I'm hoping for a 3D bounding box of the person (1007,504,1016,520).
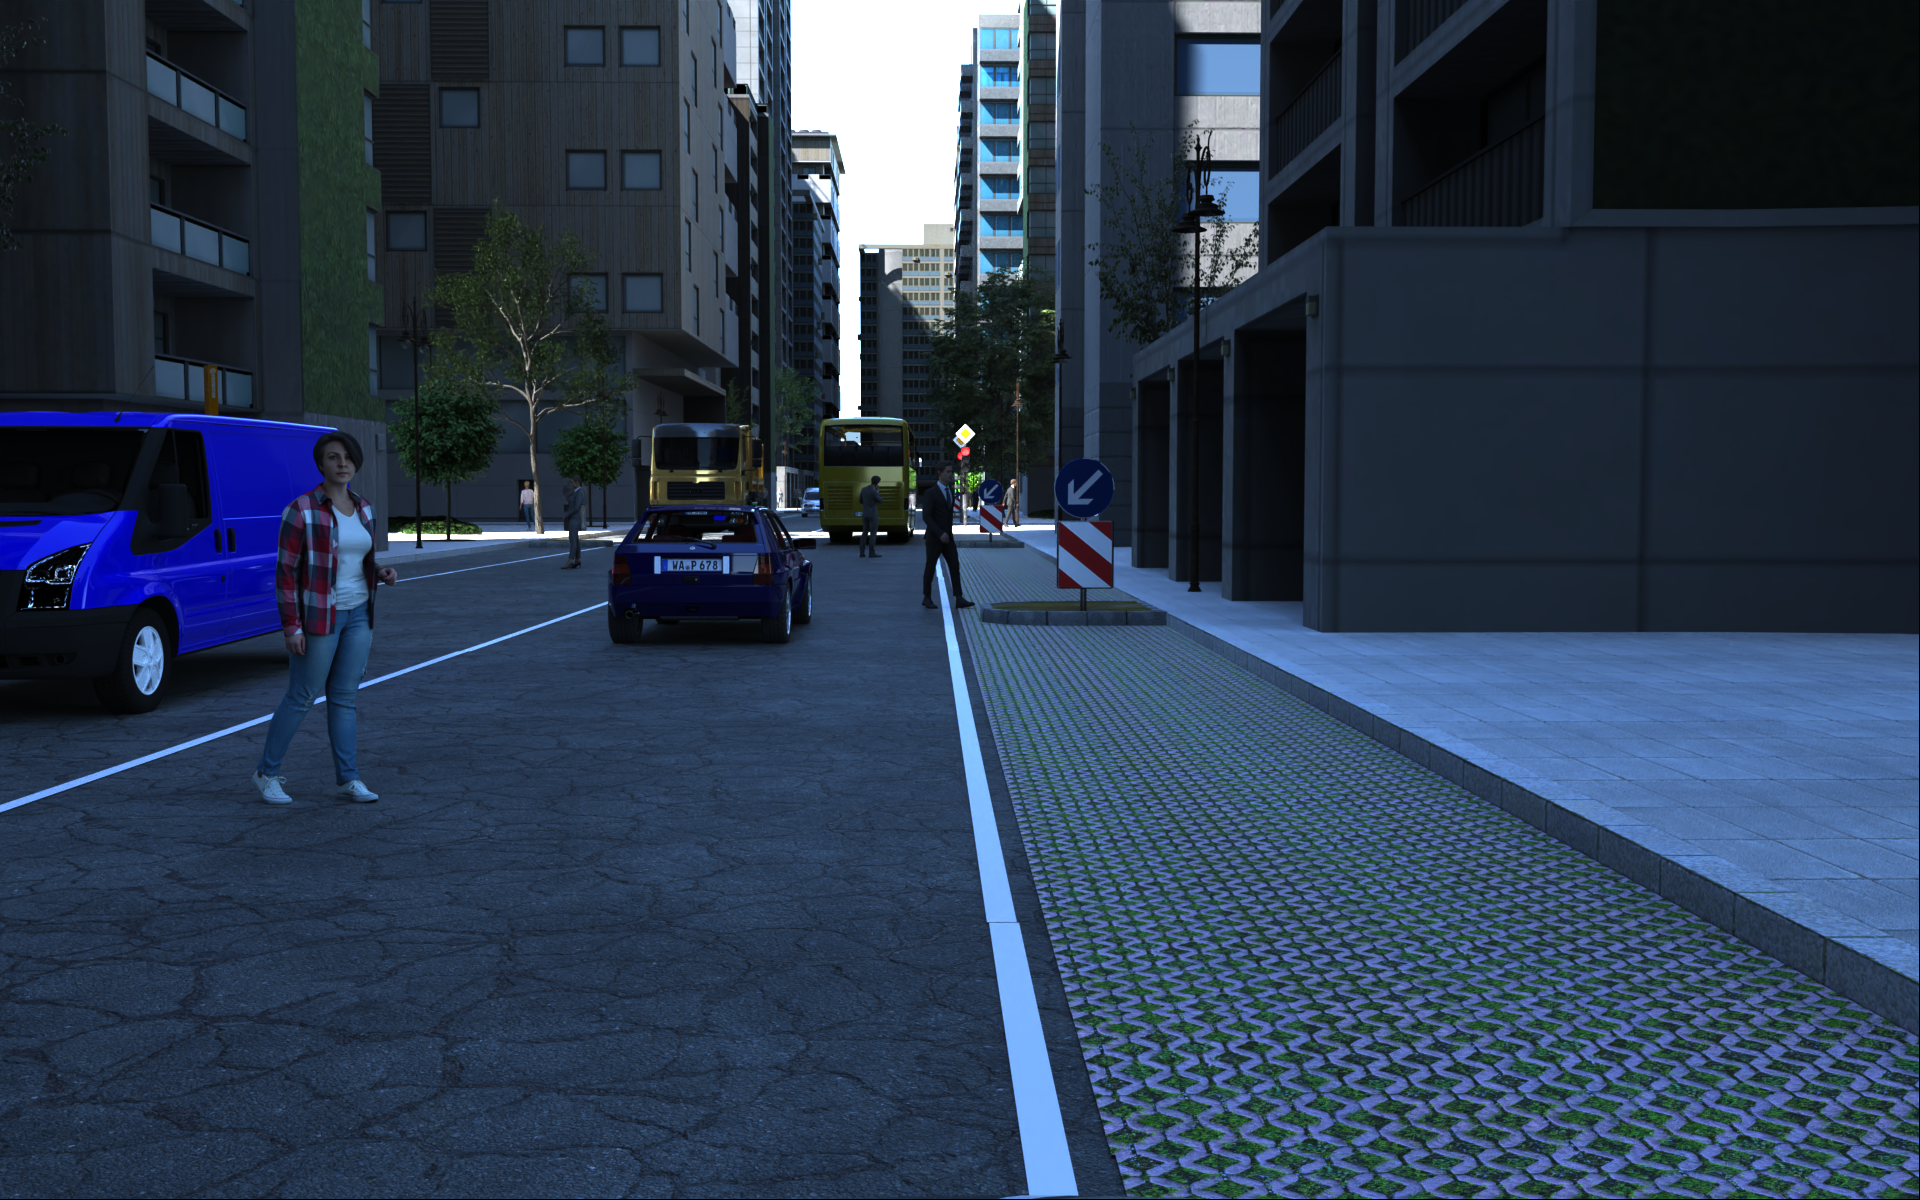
[{"bbox_3d":[2.654,-4.653,87.132,0.505,1.210,0.382,-2,4,-31],"label":"person"}]

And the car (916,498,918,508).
[{"bbox_3d":[-5.333,-10.267,179.863,2.014,1.417,4.499,0,4,-3],"label":"car"}]

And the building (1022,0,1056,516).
[{"bbox_3d":[10.800,-25.863,106.461,14.154,41.232,14.086,0,4,-1],"label":"building"}]

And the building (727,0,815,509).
[{"bbox_3d":[-26.032,-45.498,182.149,20.563,71.187,20.611,0,4,-1],"label":"building"}]

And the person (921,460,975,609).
[{"bbox_3d":[-0.170,-0.815,21.597,0.755,1.850,0.659,3,5,42],"label":"person"}]

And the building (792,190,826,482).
[{"bbox_3d":[-28.812,-31.830,212.304,23.993,40.220,32.217,0,4,-1],"label":"building"}]

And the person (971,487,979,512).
[{"bbox_3d":[1.098,-7.188,123.988,0.576,1.772,0.534,-2,4,-34],"label":"person"}]

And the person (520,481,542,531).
[{"bbox_3d":[-14.943,-3.291,60.516,0.598,1.740,0.731,3,5,43],"label":"person"}]

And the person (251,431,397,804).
[{"bbox_3d":[-2.950,0.078,8.057,0.643,1.720,0.563,2,4,29],"label":"person"}]

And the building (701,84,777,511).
[{"bbox_3d":[-20.663,-21.448,122.377,14.160,30.474,14.107,0,4,-1],"label":"building"}]

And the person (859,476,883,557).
[{"bbox_3d":[-2.011,-1.895,39.296,0.655,1.846,0.447,3,5,41],"label":"person"}]

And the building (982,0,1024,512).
[{"bbox_3d":[13.403,-50.333,135.622,22.319,86.520,31.000,0,4,-1],"label":"building"}]

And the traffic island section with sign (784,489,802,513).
[{"bbox_3d":[-12.181,-7.441,130.291,1.989,1.847,2.006,0,4,-1],"label":"traffic island section with sign"}]

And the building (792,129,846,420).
[{"bbox_3d":[-28.576,-40.384,249.521,27.495,52.752,28.713,0,4,-1],"label":"building"}]

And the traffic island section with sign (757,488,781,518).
[{"bbox_3d":[-11.623,-5.732,102.344,1.989,1.847,2.006,0,4,-1],"label":"traffic island section with sign"}]

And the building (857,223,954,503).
[{"bbox_3d":[-2.704,-34.233,251.591,23.993,40.220,32.217,0,4,-1],"label":"building"}]

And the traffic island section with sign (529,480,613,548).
[{"bbox_3d":[-10.537,-2.359,47.191,1.989,1.847,2.006,0,4,-1],"label":"traffic island section with sign"}]

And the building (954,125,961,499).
[{"bbox_3d":[10.044,-36.323,217.579,21.300,48.544,21.600,0,4,-1],"label":"building"}]

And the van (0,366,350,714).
[{"bbox_3d":[-6.273,-0.530,13.048,2.240,2.365,5.245,0,4,-1],"label":"van"}]

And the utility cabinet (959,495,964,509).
[{"bbox_3d":[0.119,-8.456,149.418,0.306,1.237,1.020,0,4,-5],"label":"utility cabinet"}]

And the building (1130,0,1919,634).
[{"bbox_3d":[13.457,-35.494,18.587,20.563,71.187,20.611,0,4,-1],"label":"building"}]

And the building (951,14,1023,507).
[{"bbox_3d":[11.022,-34.123,177.515,23.786,49.044,30.456,0,4,-1],"label":"building"}]

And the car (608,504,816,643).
[{"bbox_3d":[-2.503,-0.330,17.978,1.945,1.354,3.894,0,4,0],"label":"car"}]

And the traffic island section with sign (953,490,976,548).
[{"bbox_3d":[0.697,-2.323,46.615,1.989,1.847,2.006,0,4,-1],"label":"traffic island section with sign"}]

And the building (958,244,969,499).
[{"bbox_3d":[6.762,-26.210,200.242,14.160,30.474,14.107,0,4,-1],"label":"building"}]

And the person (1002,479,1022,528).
[{"bbox_3d":[2.026,-3.701,66.337,0.755,1.850,0.659,-1,4,-11],"label":"person"}]

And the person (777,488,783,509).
[{"bbox_3d":[-15.644,-8.802,150.051,0.694,1.812,0.767,0,4,-1],"label":"person"}]

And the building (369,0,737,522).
[{"bbox_3d":[-26.077,-30.560,88.895,28.713,52.752,27.495,0,4,-1],"label":"building"}]

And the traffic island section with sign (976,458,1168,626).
[{"bbox_3d":[1.237,-0.675,19.665,1.989,1.847,2.006,0,4,-1],"label":"traffic island section with sign"}]

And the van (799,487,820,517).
[{"bbox_3d":[-9.001,-6.181,108.065,2.013,2.044,4.112,0,4,-2],"label":"van"}]

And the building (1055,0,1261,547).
[{"bbox_3d":[13.566,-31.334,54.311,21.231,58.520,28.212,0,4,-1],"label":"building"}]

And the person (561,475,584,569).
[{"bbox_3d":[-7.498,-1.501,33.318,0.573,1.790,0.520,-3,4,-36],"label":"person"}]
